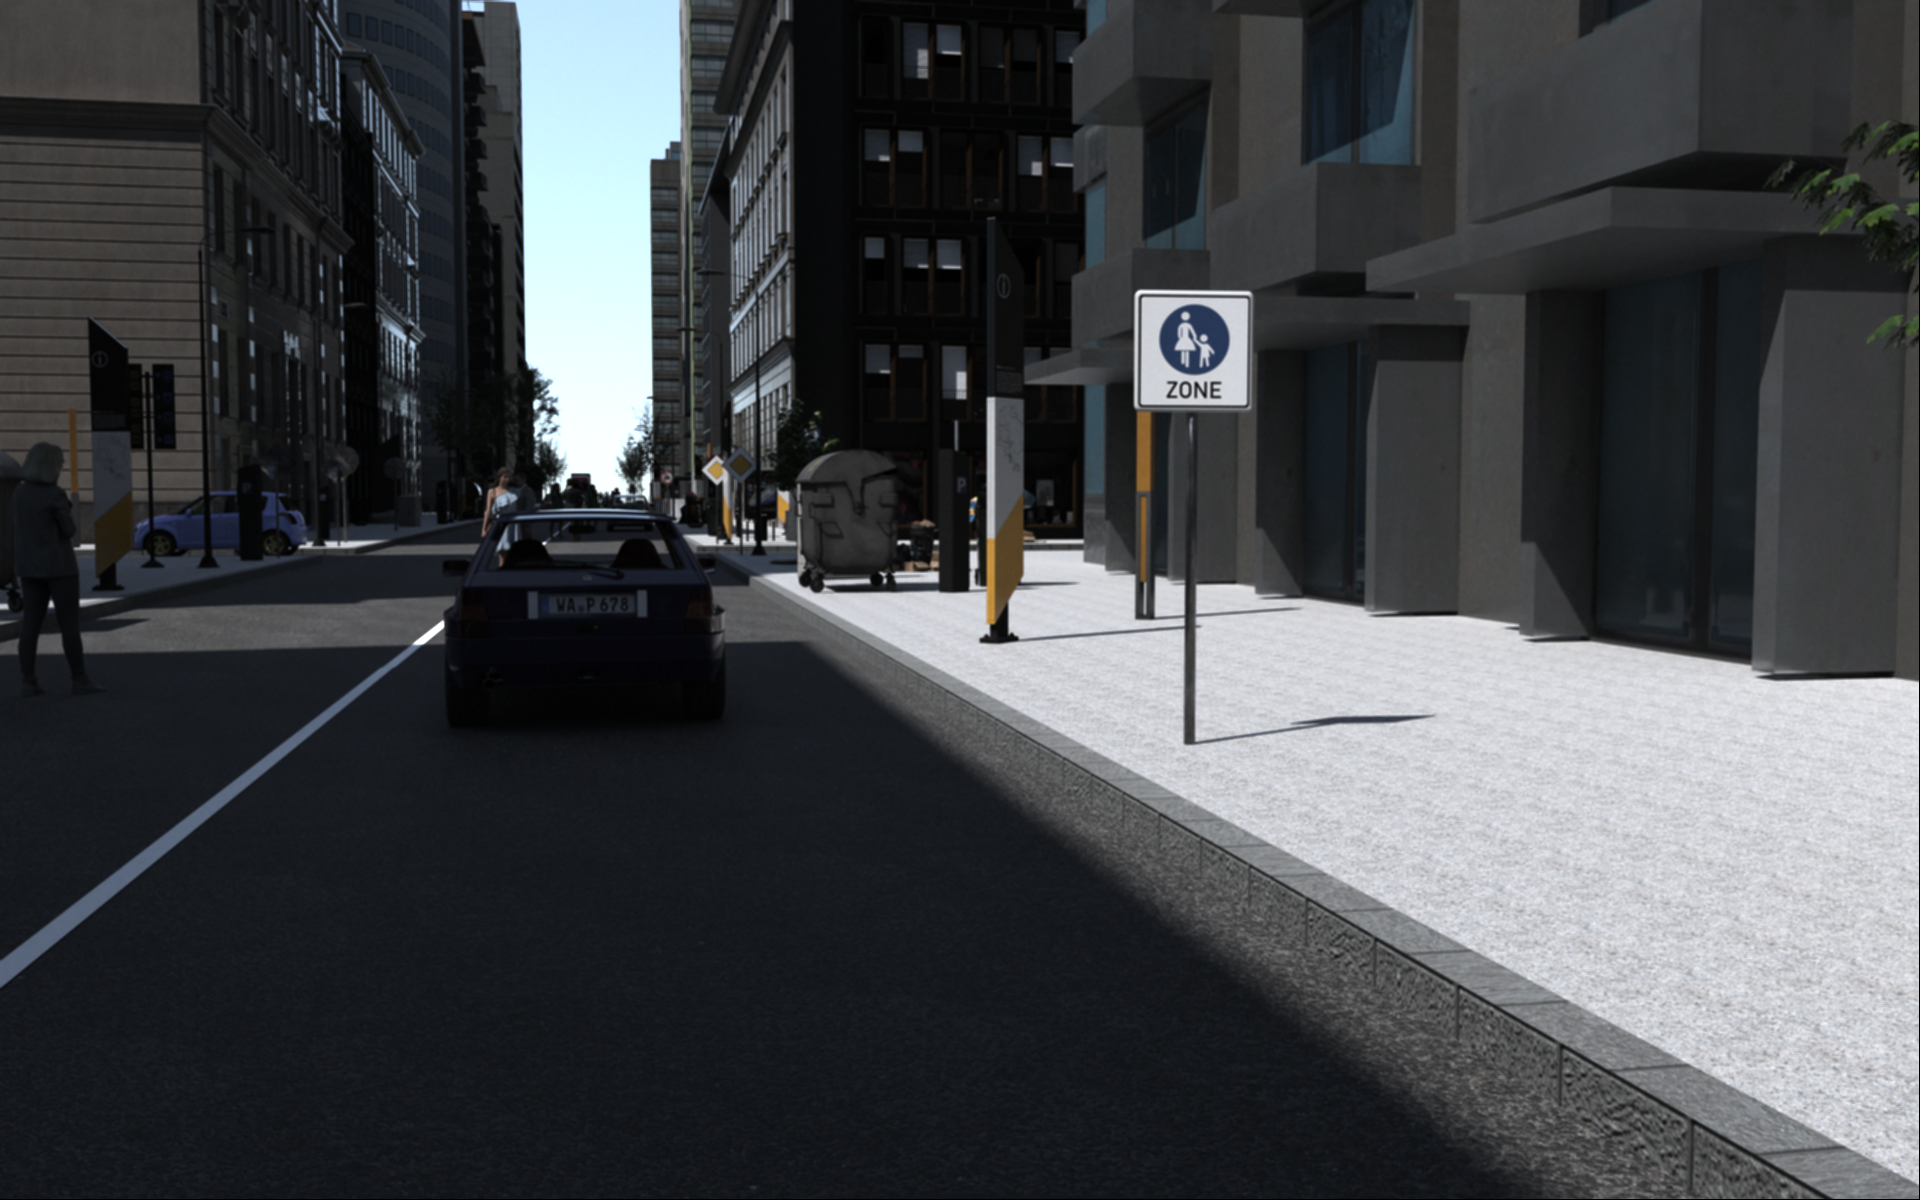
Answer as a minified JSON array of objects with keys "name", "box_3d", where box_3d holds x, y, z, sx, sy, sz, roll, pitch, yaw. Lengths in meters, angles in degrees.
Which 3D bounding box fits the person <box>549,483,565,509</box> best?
[{"name":"person","box_3d":[-12.964,-2.869,55.663,0.529,1.795,0.600,2,4,34]}]

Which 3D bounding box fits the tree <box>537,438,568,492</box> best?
[{"name":"tree","box_3d":[-53.399,-16.904,226.749,4.737,8.622,4.395,0,3,0]}]

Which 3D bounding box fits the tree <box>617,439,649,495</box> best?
[{"name":"tree","box_3d":[-43.516,-17.334,233.778,4.737,8.622,4.395,0,3,0]}]

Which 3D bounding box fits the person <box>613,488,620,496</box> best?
[{"name":"person","box_3d":[-21.348,-6.069,107.699,0.573,1.828,0.580,-3,5,-44]}]

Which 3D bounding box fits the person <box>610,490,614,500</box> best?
[{"name":"person","box_3d":[-29.109,-8.344,145.639,0.721,1.735,1.217,2,4,23]}]

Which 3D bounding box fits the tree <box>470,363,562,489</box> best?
[{"name":"tree","box_3d":[-35.104,-12.916,136.935,9.928,11.665,9.643,0,3,0]}]

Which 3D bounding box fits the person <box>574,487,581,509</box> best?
[{"name":"person","box_3d":[-22.304,-5.631,100.549,0.794,1.824,0.713,-2,4,-23]}]

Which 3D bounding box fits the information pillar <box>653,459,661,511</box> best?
[{"name":"information pillar","box_3d":[-20.365,-7.643,116.319,0.504,3.616,0.183,-2,4,-34]}]

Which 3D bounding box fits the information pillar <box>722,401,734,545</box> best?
[{"name":"information pillar","box_3d":[-5.869,-3.199,43.665,0.183,3.616,0.504,-2,4,-23]}]

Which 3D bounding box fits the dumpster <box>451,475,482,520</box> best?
[{"name":"dumpster","box_3d":[-24.823,-5.161,86.868,1.502,2.255,1.985,-1,4,-12]}]

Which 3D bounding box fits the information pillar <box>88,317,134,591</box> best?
[{"name":"information pillar","box_3d":[-11.274,-1.935,22.984,0.504,3.616,0.183,0,4,-2]}]

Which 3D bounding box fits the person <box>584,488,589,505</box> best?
[{"name":"person","box_3d":[-24.836,-6.556,115.552,0.638,1.841,0.748,2,4,28]}]

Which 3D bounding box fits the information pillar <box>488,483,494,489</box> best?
[{"name":"information pillar","box_3d":[-31.021,-6.745,114.773,0.304,2.012,0.304,2,4,28]}]

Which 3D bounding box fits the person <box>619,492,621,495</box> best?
[{"name":"person","box_3d":[-44.245,-13.178,224.756,0.445,1.727,0.742,-2,4,-30]}]

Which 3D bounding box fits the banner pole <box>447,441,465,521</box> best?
[{"name":"banner pole","box_3d":[-23.961,-5.644,82.296,0.863,3.779,0.401,-3,5,-39]}]

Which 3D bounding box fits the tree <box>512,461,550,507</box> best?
[{"name":"tree","box_3d":[-43.694,-11.865,177.712,4.285,4.588,4.351,0,3,0]}]

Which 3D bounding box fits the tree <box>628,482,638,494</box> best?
[{"name":"tree","box_3d":[-47.097,-15.530,248.523,1.663,3.219,1.824,0,3,0]}]

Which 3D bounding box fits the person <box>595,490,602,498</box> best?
[{"name":"person","box_3d":[-36.129,-9.999,171.990,1.348,1.824,0.705,0,4,7]}]

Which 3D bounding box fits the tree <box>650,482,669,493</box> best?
[{"name":"tree","box_3d":[-24.589,-8.944,140.833,1.663,3.219,1.824,0,3,0]}]

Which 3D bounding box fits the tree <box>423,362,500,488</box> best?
[{"name":"tree","box_3d":[-27.709,-8.877,95.507,4.737,8.622,4.395,0,3,0]}]

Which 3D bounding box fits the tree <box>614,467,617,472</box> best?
[{"name":"tree","box_3d":[-48.697,-18.647,255.232,4.737,8.622,4.395,0,3,0]}]

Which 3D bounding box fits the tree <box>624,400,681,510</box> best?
[{"name":"tree","box_3d":[-23.776,-11.268,134.600,4.360,8.622,3.978,0,3,0]}]

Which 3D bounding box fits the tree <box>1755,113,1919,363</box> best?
[{"name":"tree","box_3d":[3.136,-0.585,4.166,1.663,3.219,1.824,0,3,0]}]

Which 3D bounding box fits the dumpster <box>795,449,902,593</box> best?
[{"name":"dumpster","box_3d":[-1.493,-1.068,23.220,1.264,1.857,1.865,-1,4,-11]}]

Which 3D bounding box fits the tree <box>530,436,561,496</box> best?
[{"name":"tree","box_3d":[-51.960,-16.312,217.067,4.360,8.622,3.978,0,3,0]}]

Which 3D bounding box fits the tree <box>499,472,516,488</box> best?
[{"name":"tree","box_3d":[-34.513,-8.367,131.409,1.663,3.219,1.824,0,3,0]}]

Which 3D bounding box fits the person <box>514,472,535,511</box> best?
[{"name":"person","box_3d":[-7.551,-1.307,29.984,0.853,1.813,0.709,-3,5,-40]}]

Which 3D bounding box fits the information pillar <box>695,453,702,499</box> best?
[{"name":"information pillar","box_3d":[-15.072,-6.630,99.754,0.183,3.616,0.504,3,5,43]}]

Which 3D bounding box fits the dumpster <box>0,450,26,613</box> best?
[{"name":"dumpster","box_3d":[-10.579,-0.744,17.925,1.264,1.857,1.865,-1,4,-12]}]

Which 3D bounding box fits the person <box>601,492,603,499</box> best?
[{"name":"person","box_3d":[-53.883,-15.345,259.925,0.750,1.759,0.617,2,4,28]}]

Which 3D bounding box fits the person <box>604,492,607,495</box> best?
[{"name":"person","box_3d":[-54.641,-15.809,266.960,1.348,1.826,0.705,0,4,8]}]

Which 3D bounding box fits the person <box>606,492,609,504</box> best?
[{"name":"person","box_3d":[-43.961,-12.622,215.580,0.721,1.736,1.217,0,4,-2]}]

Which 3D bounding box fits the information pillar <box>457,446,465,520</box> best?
[{"name":"information pillar","box_3d":[-24.201,-5.668,84.033,0.504,3.616,0.183,3,4,39]}]

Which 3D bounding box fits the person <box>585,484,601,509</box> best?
[{"name":"person","box_3d":[-13.742,-3.427,64.773,0.529,1.795,0.600,3,5,40]}]

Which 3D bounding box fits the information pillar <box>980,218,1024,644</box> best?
[{"name":"information pillar","box_3d":[0.386,-1.445,14.973,0.183,3.616,0.504,2,4,34]}]

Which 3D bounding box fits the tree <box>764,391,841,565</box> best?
[{"name":"tree","box_3d":[-3.061,-2.275,31.795,1.663,3.219,1.824,0,3,0]}]

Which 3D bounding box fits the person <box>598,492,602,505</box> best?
[{"name":"person","box_3d":[-49.072,-13.847,235.609,1.217,1.736,0.721,3,4,36]}]

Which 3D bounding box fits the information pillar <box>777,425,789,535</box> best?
[{"name":"information pillar","box_3d":[-5.468,-3.843,54.196,0.504,3.616,0.183,2,4,25]}]

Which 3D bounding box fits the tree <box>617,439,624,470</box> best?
[{"name":"tree","box_3d":[-40.540,-16.182,214.940,4.360,8.622,3.978,0,3,0]}]

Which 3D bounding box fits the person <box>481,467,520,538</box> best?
[{"name":"person","box_3d":[-6.460,-0.968,24.427,0.616,1.811,0.778,-2,4,-28]}]

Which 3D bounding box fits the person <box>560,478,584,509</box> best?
[{"name":"person","box_3d":[-11.566,-2.675,51.593,0.474,1.900,0.648,3,4,38]}]

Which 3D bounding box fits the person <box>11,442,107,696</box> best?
[{"name":"person","box_3d":[-6.530,-0.230,12.446,0.537,1.800,0.526,2,4,28]}]
